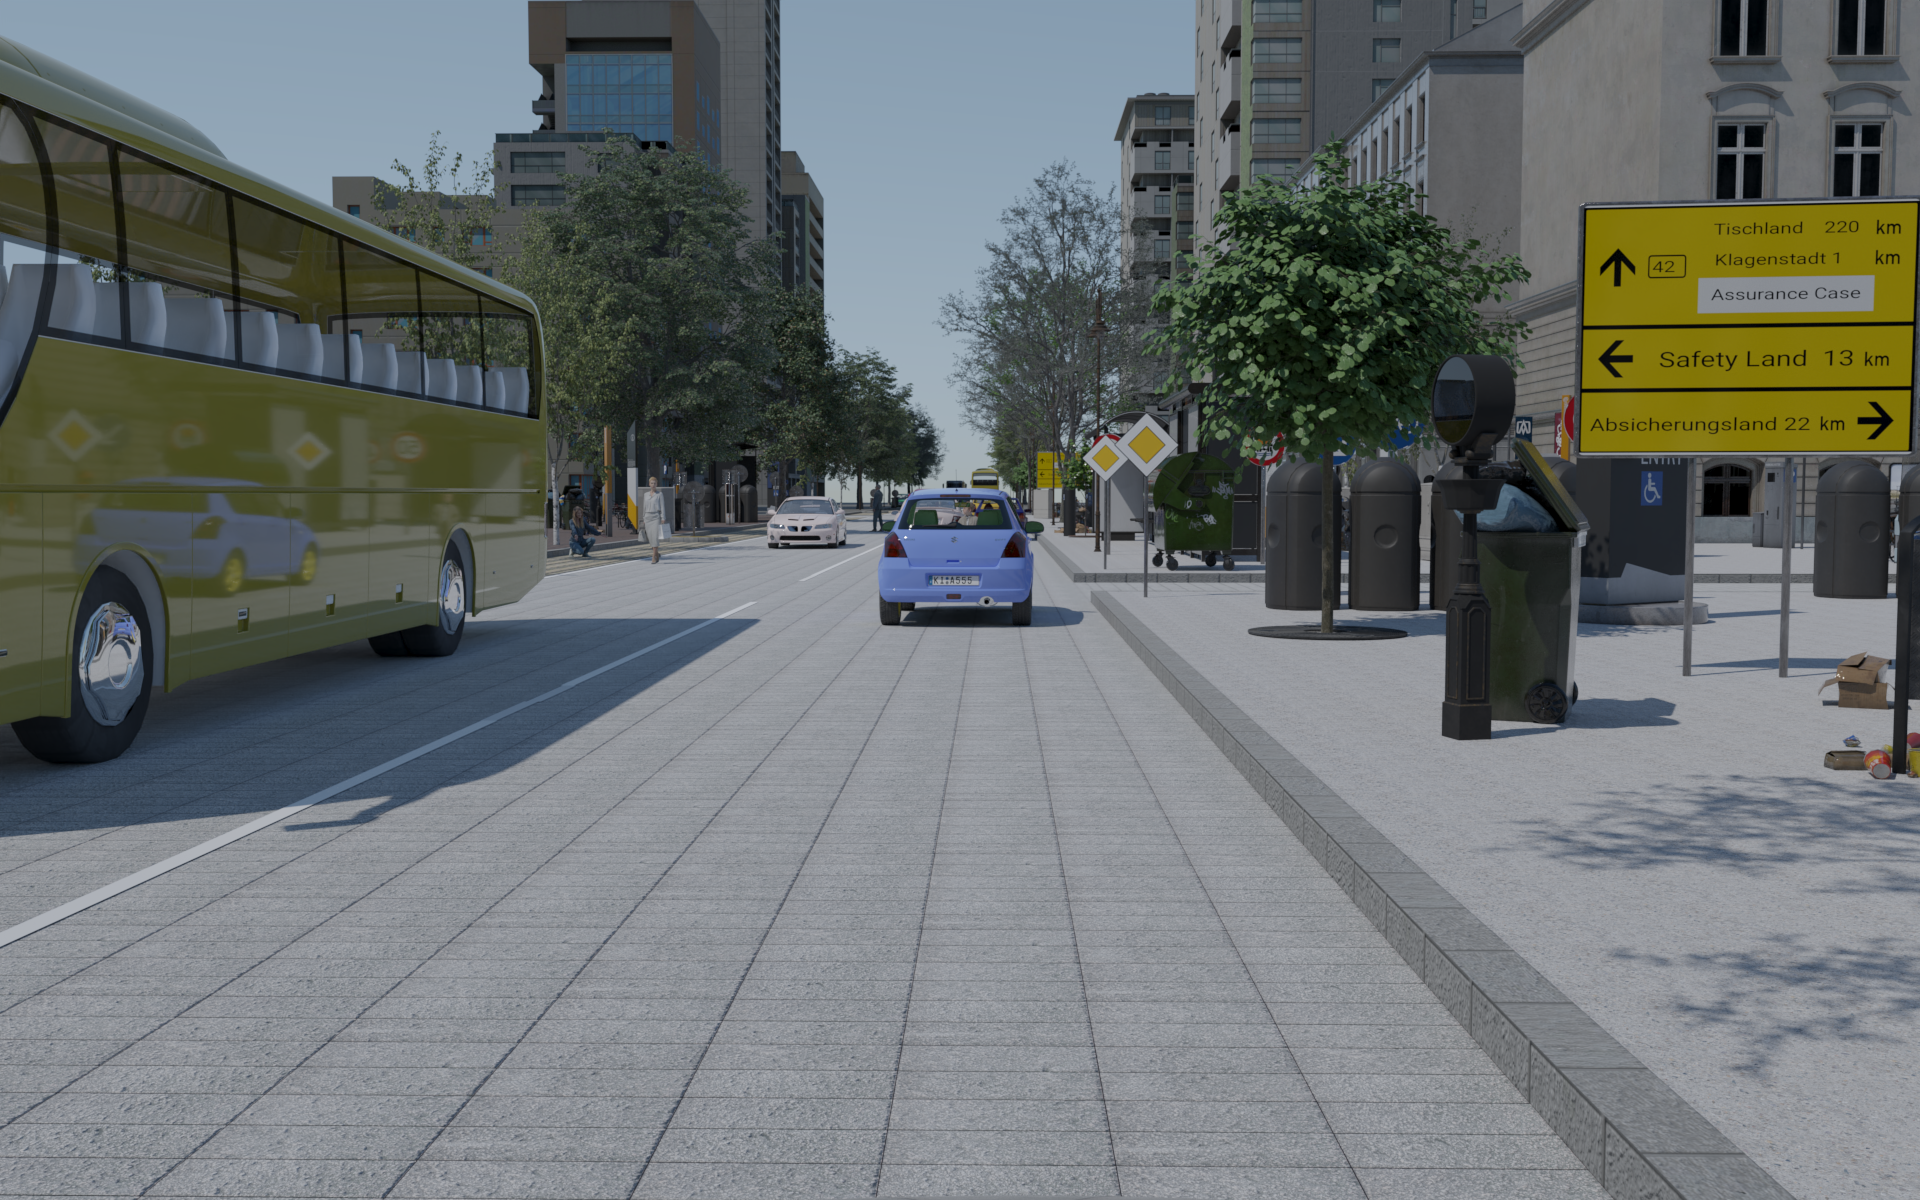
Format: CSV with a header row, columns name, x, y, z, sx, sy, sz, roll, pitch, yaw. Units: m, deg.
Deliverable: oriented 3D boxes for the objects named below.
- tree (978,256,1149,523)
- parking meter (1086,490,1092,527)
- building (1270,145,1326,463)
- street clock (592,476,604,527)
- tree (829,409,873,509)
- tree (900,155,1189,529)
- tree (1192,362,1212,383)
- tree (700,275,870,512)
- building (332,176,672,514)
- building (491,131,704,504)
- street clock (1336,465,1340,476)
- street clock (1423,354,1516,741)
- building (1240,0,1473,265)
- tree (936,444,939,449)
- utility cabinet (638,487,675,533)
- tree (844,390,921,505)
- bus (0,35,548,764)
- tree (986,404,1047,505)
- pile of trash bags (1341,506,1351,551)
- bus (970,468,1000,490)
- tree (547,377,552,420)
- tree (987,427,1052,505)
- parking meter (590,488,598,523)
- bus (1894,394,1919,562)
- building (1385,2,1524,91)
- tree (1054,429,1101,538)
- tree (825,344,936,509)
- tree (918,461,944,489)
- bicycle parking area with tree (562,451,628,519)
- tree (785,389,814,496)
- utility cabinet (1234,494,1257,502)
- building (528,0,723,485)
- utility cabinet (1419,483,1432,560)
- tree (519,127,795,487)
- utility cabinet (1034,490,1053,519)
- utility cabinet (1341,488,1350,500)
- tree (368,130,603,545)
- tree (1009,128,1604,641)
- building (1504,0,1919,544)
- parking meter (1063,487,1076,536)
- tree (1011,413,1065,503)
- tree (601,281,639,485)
name,x,y,z,sx,sy,sz,roll,pitch,yaw
tree,4.567,-9.244,76.895,9.928,11.665,9.643,0,3,0
parking meter,5.014,-3.574,66.848,0.372,1.533,0.369,0,3,0
building,22.922,-15.048,95.187,9.793,20.994,18.267,0,4,1
street clock,-14.286,-3.911,68.509,0.471,2.002,0.358,-3,4,-39
tree,-8.925,-11.202,133.509,4.360,8.622,3.978,0,3,0
tree,4.062,-9.389,63.882,12.009,13.543,11.850,0,3,0
tree,12.097,-7.627,75.064,4.737,8.622,4.395,0,3,0
tree,-9.252,-10.629,90.791,9.611,12.733,9.660,0,3,0
building,-36.487,-16.814,119.951,27.650,21.520,28.899,0,4,1
building,-29.183,-22.623,141.592,14.160,30.474,14.107,0,4,1
street clock,7.400,-1.856,34.908,0.471,2.002,0.358,1,4,21
street clock,2.665,-0.274,9.056,0.358,2.002,0.471,-1,4,-13
building,25.779,-26.524,117.262,14.154,41.232,14.086,0,4,1
tree,-7.196,-20.707,245.211,9.857,13.997,8.962,0,3,0
utility cabinet,-9.825,-2.891,55.946,1.173,1.500,0.318,0,4,-4
tree,-8.441,-17.033,196.613,7.486,12.596,7.792,0,3,0
bus,-5.697,-1.278,12.444,2.896,3.916,12.252,0,4,0
tree,6.347,-16.729,191.645,7.486,12.596,7.792,0,3,0
pile of trash bags,10.180,-1.811,39.357,3.447,1.369,1.912,1,4,14
bus,2.367,-10.553,164.087,2.896,3.916,12.252,0,4,1
tree,-19.232,-7.565,74.044,4.360,8.622,3.978,0,3,0
tree,7.797,-17.750,207.222,9.611,12.733,9.660,0,3,0
parking meter,-16.151,-4.160,76.430,0.372,1.533,0.369,0,3,0
bus,20.296,-1.881,25.617,13.247,3.499,2.948,0,4,3
building,23.132,-13.932,76.946,9.793,20.994,18.267,0,4,1
tree,3.714,-3.472,51.364,1.663,3.219,1.824,0,3,0
tree,-8.472,-14.756,147.913,9.857,13.997,8.962,0,3,0
tree,-6.237,-20.210,264.846,8.767,10.594,7.601,-2,4,-34
bicycle parking area with tree,-22.684,-6.836,98.765,9.016,4.147,8.231,3,5,43
tree,-9.902,-9.978,113.499,4.737,8.622,4.395,0,3,0
utility cabinet,7.814,-2.423,48.294,1.173,1.500,0.318,2,4,28
building,-29.419,-30.937,155.922,14.600,45.320,14.200,0,4,1
utility cabinet,9.087,-1.501,33.227,0.318,1.500,1.173,0,4,-5
tree,-10.837,-9.472,61.525,9.857,13.997,8.962,0,3,0
utility cabinet,4.319,-4.969,89.928,0.318,1.500,1.173,-3,4,-37
utility cabinet,13.051,-3.073,58.914,1.173,1.500,0.318,-1,4,-9
tree,-10.598,-5.252,36.227,4.737,8.622,4.395,0,3,0
tree,3.315,-1.961,15.784,4.285,4.588,4.351,0,3,0
building,34.862,-14.059,48.955,34.723,24.649,14.460,0,4,1
parking meter,3.333,-2.704,52.625,0.372,1.533,0.369,0,3,0
tree,6.527,-11.781,142.981,4.737,8.622,4.395,0,3,0
tree,-10.129,-5.686,43.334,4.737,8.622,4.395,0,3,0
